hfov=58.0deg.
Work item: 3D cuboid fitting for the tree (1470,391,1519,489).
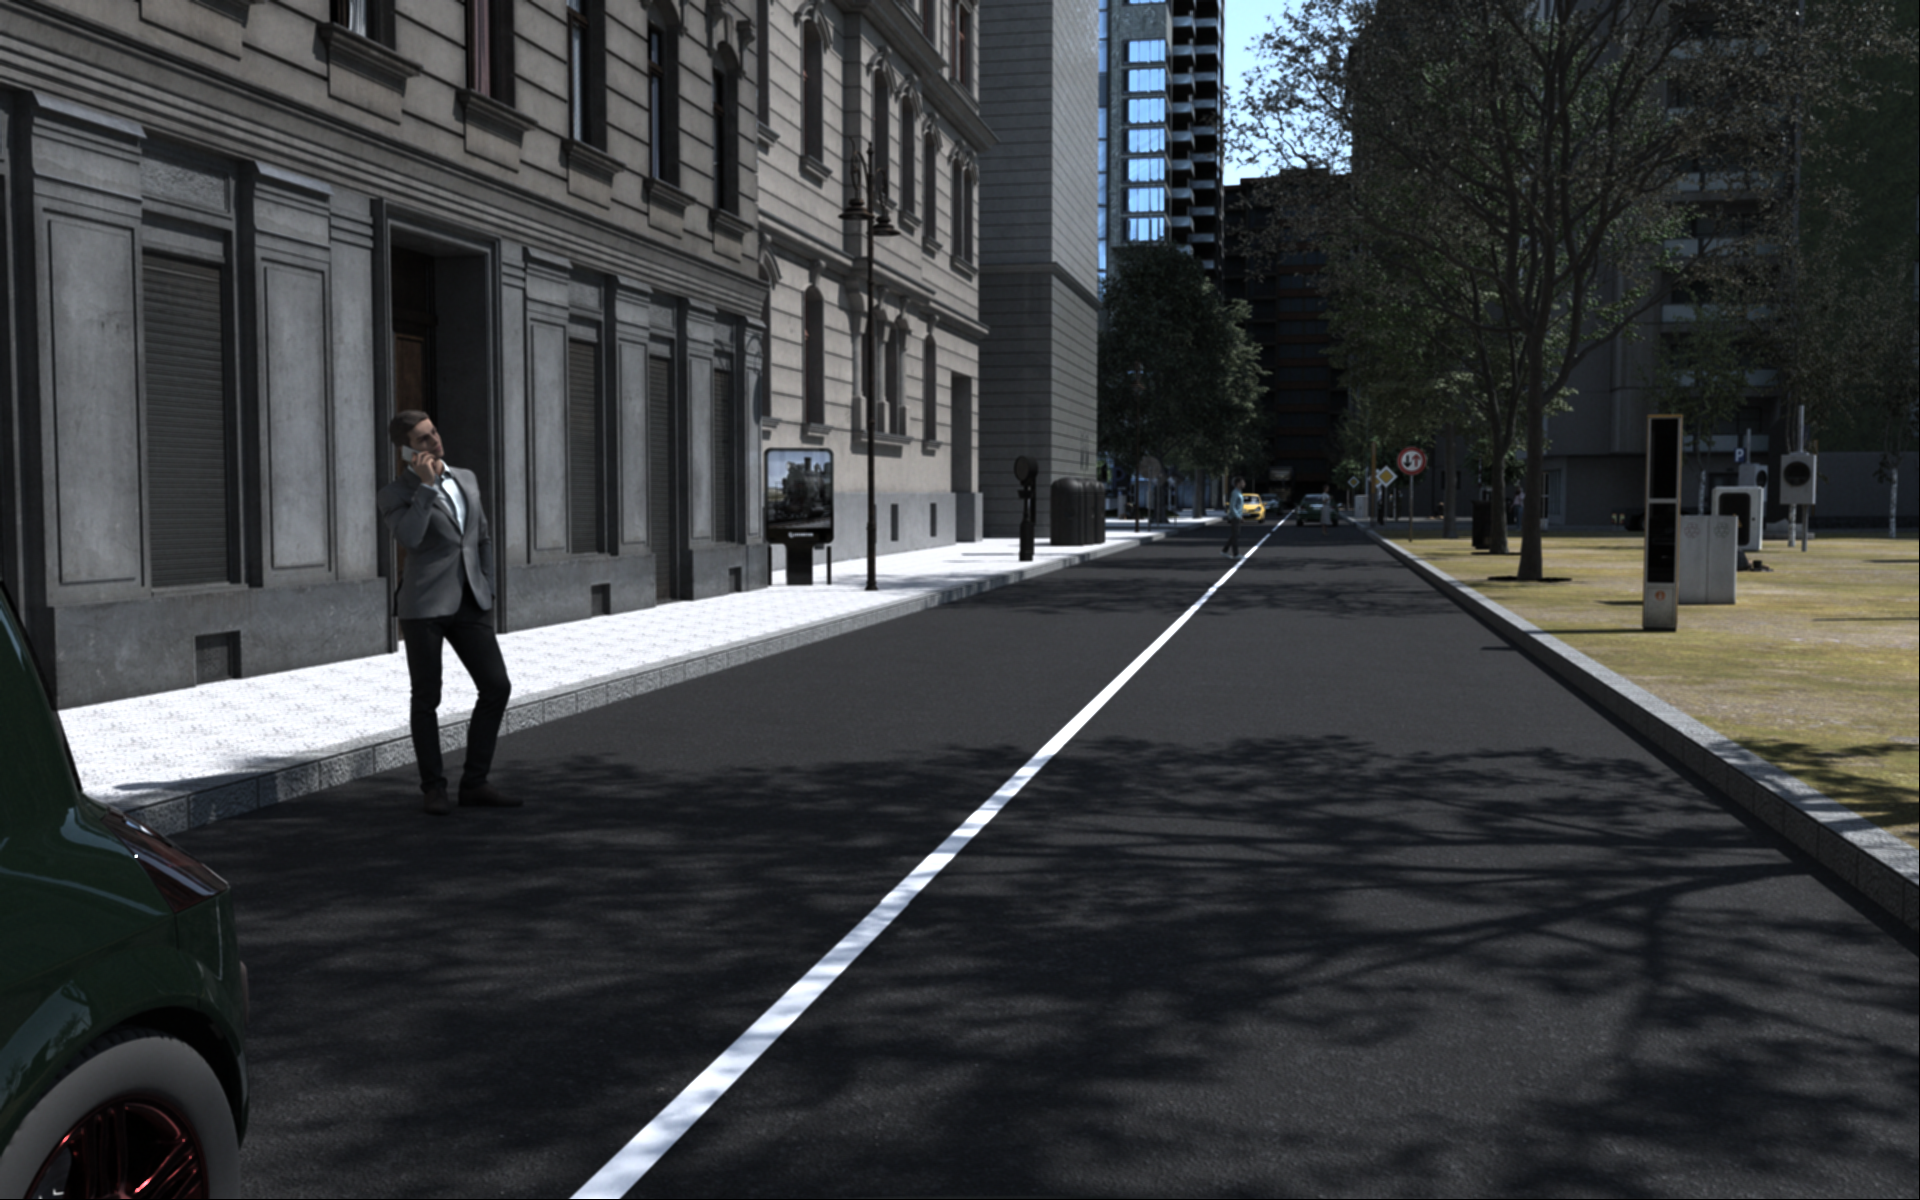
[{"bbox_3d":[30.255,-8.810,94.408,4.360,8.622,3.978,0,3,0],"label":"tree"}]

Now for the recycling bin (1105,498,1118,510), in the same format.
[{"bbox_3d":[9.355,-5.834,107.947,0.722,1.027,0.722,-2,4,-33],"label":"recycling bin"}]

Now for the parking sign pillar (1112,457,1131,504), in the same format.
[{"bbox_3d":[11.498,-8.254,123.433,1.447,3.967,1.447,2,4,35],"label":"parking sign pillar"}]

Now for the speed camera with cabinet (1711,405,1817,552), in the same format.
[{"bbox_3d":[18.046,-2.723,38.857,2.038,3.252,0.660,2,4,31],"label":"speed camera with cabinet"}]

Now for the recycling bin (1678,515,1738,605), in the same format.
[{"bbox_3d":[8.660,-0.481,20.421,0.722,1.027,0.722,0,4,1],"label":"recycling bin"}]

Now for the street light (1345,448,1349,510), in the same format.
[{"bbox_3d":[31.497,-10.285,140.946,0.468,5.910,1.993,1,4,11],"label":"street light"}]

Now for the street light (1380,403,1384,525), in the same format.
[{"bbox_3d":[17.277,-5.987,70.674,0.468,5.910,1.993,1,4,11],"label":"street light"}]

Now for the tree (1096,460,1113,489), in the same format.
[{"bbox_3d":[11.233,-9.774,143.524,4.285,4.588,4.351,0,3,0],"label":"tree"}]

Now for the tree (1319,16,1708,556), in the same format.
[{"bbox_3d":[11.478,-6.768,36.411,9.928,11.665,9.643,0,3,0],"label":"tree"}]

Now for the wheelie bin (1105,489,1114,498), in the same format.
[{"bbox_3d":[10.079,-6.776,118.695,0.980,1.594,0.693,2,4,24],"label":"wheelie bin"}]

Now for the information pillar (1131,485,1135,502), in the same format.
[{"bbox_3d":[13.765,-8.187,138.351,0.304,2.012,0.304,0,4,-7],"label":"information pillar"}]

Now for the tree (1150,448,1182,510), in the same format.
[{"bbox_3d":[14.189,-10.298,118.739,4.737,8.622,4.395,0,3,0],"label":"tree"}]

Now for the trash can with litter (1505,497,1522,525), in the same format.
[{"bbox_3d":[23.253,-3.749,72.689,1.055,1.170,0.624,-1,4,-10],"label":"trash can with litter"}]

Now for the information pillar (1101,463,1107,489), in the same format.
[{"bbox_3d":[10.397,-8.172,124.972,0.504,3.616,0.183,-2,4,-31],"label":"information pillar"}]

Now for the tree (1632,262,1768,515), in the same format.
[{"bbox_3d":[23.820,-6.436,55.589,4.737,8.622,4.395,0,3,0],"label":"tree"}]

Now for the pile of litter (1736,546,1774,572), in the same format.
[{"bbox_3d":[12.930,-0.943,29.378,1.176,0.858,1.719,-1,4,-19],"label":"pile of litter"}]

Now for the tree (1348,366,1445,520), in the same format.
[{"bbox_3d":[22.102,-8.342,86.758,4.737,8.622,4.395,0,3,0],"label":"tree"}]

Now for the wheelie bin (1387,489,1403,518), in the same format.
[{"bbox_3d":[23.278,-5.180,92.605,0.693,1.594,0.980,2,4,31],"label":"wheelie bin"}]

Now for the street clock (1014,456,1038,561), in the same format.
[{"bbox_3d":[1.262,-1.743,33.064,0.358,2.002,0.471,-2,4,-35],"label":"street clock"}]

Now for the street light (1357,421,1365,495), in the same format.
[{"bbox_3d":[24.556,-8.149,106.023,0.468,5.910,1.993,1,4,11],"label":"street light"}]

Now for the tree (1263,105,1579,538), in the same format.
[{"bbox_3d":[14.050,-8.121,50.902,7.486,12.596,7.792,0,3,0],"label":"tree"}]

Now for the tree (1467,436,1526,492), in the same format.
[{"bbox_3d":[25.967,-6.131,83.961,4.285,4.588,4.351,0,3,0],"label":"tree"}]

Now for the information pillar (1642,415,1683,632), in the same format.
[{"bbox_3d":[6.576,-0.717,16.214,0.304,2.012,0.304,1,4,23],"label":"information pillar"}]

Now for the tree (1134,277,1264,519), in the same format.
[{"bbox_3d":[12.461,-10.568,90.918,7.486,12.596,7.792,0,3,0],"label":"tree"}]

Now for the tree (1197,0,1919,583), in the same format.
[{"bbox_3d":[8.595,-7.032,25.345,12.009,13.543,11.850,0,3,0],"label":"tree"}]

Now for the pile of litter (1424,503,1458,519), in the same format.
[{"bbox_3d":[24.614,-4.555,88.444,1.719,0.858,1.176,1,4,20],"label":"pile of litter"}]

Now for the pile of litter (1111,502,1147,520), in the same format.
[{"bbox_3d":[8.441,-4.436,86.499,1.719,0.858,1.176,2,4,27],"label":"pile of litter"}]

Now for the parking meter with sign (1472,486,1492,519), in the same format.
[{"bbox_3d":[27.586,-5.780,90.760,1.738,3.016,0.543,-2,4,-33],"label":"parking meter with sign"}]

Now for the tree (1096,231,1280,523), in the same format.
[{"bbox_3d":[8.638,-9.710,75.762,9.611,12.733,9.660,0,3,0],"label":"tree"}]

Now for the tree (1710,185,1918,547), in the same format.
[{"bbox_3d":[20.492,-5.596,41.865,4.360,8.622,3.978,0,3,0],"label":"tree"}]

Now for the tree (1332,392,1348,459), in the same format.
[{"bbox_3d":[23.037,-8.850,95.057,4.737,8.622,4.395,0,3,0],"label":"tree"}]

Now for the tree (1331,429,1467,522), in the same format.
[{"bbox_3d":[20.539,-5.961,81.181,4.285,4.588,4.351,0,3,0],"label":"tree"}]

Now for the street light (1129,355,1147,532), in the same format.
[{"bbox_3d":[5.931,-5.201,57.816,0.468,5.910,1.993,1,4,11],"label":"street light"}]

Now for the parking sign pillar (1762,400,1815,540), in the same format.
[{"bbox_3d":[23.339,-3.691,48.821,1.447,3.967,1.447,0,4,-7],"label":"parking sign pillar"}]

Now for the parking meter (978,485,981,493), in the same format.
[{"bbox_3d":[0.419,-2.539,49.926,0.372,1.533,0.369,0,3,0],"label":"parking meter"}]

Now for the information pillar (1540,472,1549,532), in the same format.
[{"bbox_3d":[19.707,-3.311,58.623,0.304,2.012,0.304,3,5,45],"label":"information pillar"}]

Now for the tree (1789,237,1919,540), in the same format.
[{"bbox_3d":[27.804,-6.155,50.992,4.360,8.622,3.978,0,3,0],"label":"tree"}]

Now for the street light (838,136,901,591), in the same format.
[{"bbox_3d":[-1.179,-3.064,22.888,0.468,5.910,1.993,1,4,11],"label":"street light"}]

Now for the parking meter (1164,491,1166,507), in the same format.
[{"bbox_3d":[12.618,-6.085,107.895,0.372,1.533,0.369,0,3,0],"label":"parking meter"}]

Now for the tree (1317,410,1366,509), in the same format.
[{"bbox_3d":[33.385,-12.205,149.908,4.360,8.622,3.978,0,3,0],"label":"tree"}]

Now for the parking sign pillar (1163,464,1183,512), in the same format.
[{"bbox_3d":[15.611,-8.471,126.981,1.447,3.967,1.447,0,3,0],"label":"parking sign pillar"}]

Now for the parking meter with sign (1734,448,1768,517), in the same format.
[{"bbox_3d":[30.215,-4.245,65.663,1.738,3.016,0.543,-1,4,-19],"label":"parking meter with sign"}]
